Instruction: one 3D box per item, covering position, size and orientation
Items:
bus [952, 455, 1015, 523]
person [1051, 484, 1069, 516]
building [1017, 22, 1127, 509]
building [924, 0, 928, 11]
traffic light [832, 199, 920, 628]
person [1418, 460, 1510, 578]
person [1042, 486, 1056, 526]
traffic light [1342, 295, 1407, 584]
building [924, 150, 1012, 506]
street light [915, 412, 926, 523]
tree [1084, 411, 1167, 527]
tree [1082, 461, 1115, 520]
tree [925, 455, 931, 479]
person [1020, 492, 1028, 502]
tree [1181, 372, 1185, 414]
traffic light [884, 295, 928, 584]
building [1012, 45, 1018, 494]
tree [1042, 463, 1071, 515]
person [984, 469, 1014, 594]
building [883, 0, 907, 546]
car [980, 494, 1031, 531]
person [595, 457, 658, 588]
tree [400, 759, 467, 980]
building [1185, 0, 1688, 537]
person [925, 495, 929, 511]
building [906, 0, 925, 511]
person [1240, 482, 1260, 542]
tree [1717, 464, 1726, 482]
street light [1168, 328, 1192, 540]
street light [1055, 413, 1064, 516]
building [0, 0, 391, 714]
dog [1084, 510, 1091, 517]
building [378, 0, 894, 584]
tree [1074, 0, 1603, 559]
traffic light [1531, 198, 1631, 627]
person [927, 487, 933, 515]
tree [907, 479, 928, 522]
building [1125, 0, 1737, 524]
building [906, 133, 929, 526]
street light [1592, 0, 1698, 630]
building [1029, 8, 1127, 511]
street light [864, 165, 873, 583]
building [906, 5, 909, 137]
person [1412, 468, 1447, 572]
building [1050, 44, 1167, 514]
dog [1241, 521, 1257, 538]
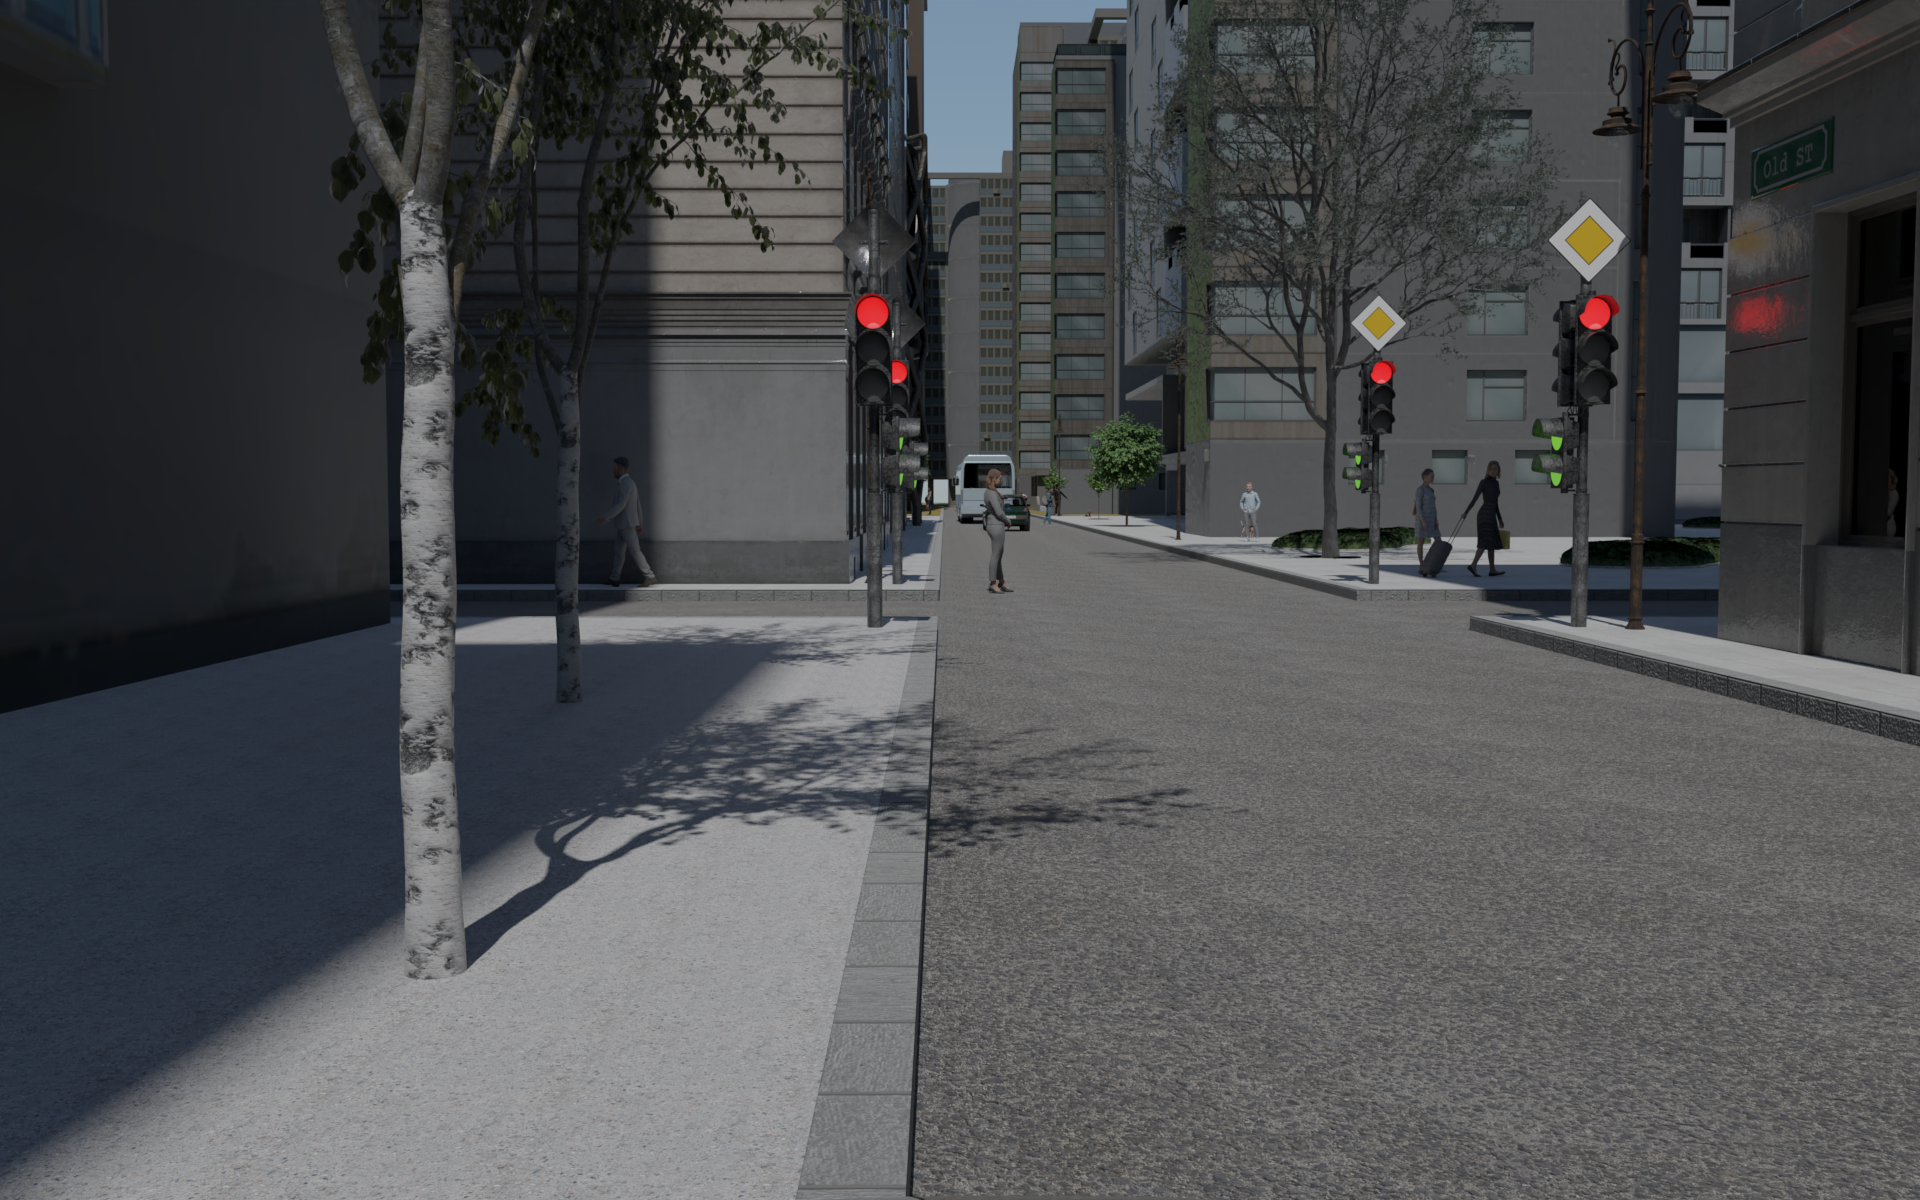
[{"bbox_3d":[1.165,-5.724,88.449,2.948,3.499,13.247,0,4,-1],"label":"bus"},{"bbox_3d":[5.844,-5.960,103.124,1.348,1.869,0.705,-2,4,-29],"label":"person"},{"bbox_3d":[12.028,-28.792,154.336,14.154,41.232,14.086,0,4,-1],"label":"building"},{"bbox_3d":[-16.859,-34.959,160.810,27.495,52.752,28.713,0,4,-1],"label":"building"},{"bbox_3d":[-0.801,-1.690,16.548,0.839,4.253,0.868,0,4,-1],"label":"traffic light"},{"bbox_3d":[7.858,-1.260,26.858,1.509,1.804,0.699,-1,4,-8],"label":"person"},{"bbox_3d":[4.024,-4.238,78.142,0.721,1.781,0.623,-1,4,-9],"label":"person"},{"bbox_3d":[5.889,-2.183,24.609,0.839,4.253,0.868,0,4,-1],"label":"traffic light"},{"bbox_3d":[7.525,-30.988,198.540,23.993,40.220,32.217,0,4,-1],"label":"building"},{"bbox_3d":[-1.729,-6.323,76.163,0.468,5.910,1.993,0,4,-1],"label":"street light"},{"bbox_3d":[6.512,-5.170,68.247,4.285,4.588,4.351,0,3,0],"label":"tree"},{"bbox_3d":[7.149,-5.679,87.447,1.663,3.219,1.824,0,3,0],"label":"tree"},{"bbox_3d":[-3.266,-6.590,91.460,4.285,4.588,4.351,0,3,0],"label":"tree"},{"bbox_3d":[5.132,-8.024,140.417,0.628,1.438,0.799,1,4,16],"label":"person"},{"bbox_3d":[10.662,-7.246,68.834,4.737,8.622,4.395,0,3,0],"label":"tree"},{"bbox_3d":[-0.872,-2.178,24.533,0.839,4.253,0.868,0,4,-1],"label":"traffic light"},{"bbox_3d":[12.244,-31.695,168.330,14.600,45.320,14.200,0,4,-1],"label":"building"},{"bbox_3d":[5.669,-6.799,105.765,1.663,3.219,1.824,0,3,0],"label":"tree"},{"bbox_3d":[0.605,-0.992,24.986,0.573,1.790,0.520,-2,4,-25],"label":"person"},{"bbox_3d":[-7.836,-14.301,51.844,12.078,24.808,19.932,0,4,-1],"label":"building"},{"bbox_3d":[1.801,-3.555,67.918,2.009,1.686,4.222,0,4,-2],"label":"car"},{"bbox_3d":[-4.573,-1.068,23.781,0.850,1.792,0.678,0,4,-2],"label":"person"},{"bbox_3d":[-1.224,-3.314,4.540,4.360,8.622,3.978,0,3,0],"label":"tree"},{"bbox_3d":[14.346,-22.835,56.940,14.154,41.232,14.086,0,4,-1],"label":"building"},{"bbox_3d":[-2.356,-7.279,128.290,0.421,1.427,0.697,2,4,30],"label":"person"},{"bbox_3d":[-9.823,-29.825,137.743,14.600,45.320,14.200,0,4,-1],"label":"building"},{"bbox_3d":[7.804,-2.373,46.657,0.589,1.601,0.330,2,4,32],"label":"person"},{"bbox_3d":[23.162,-3.455,51.098,1.663,3.219,1.824,0,3,0],"label":"tree"},{"bbox_3d":[6.099,-4.613,48.206,0.468,5.910,1.993,0,4,-1],"label":"street light"},{"bbox_3d":[5.691,-7.730,99.173,0.468,5.910,1.993,0,4,-1],"label":"street light"},{"bbox_3d":[-16.062,-23.321,5.002,21.600,48.544,21.300,0,4,-1],"label":"building"},{"bbox_3d":[7.109,-4.856,97.128,0.748,0.427,0.550,-1,4,-21],"label":"dog"},{"bbox_3d":[-6.335,-11.239,32.908,9.793,20.994,18.267,0,4,-1],"label":"building"},{"bbox_3d":[7.260,-7.575,34.213,12.009,13.543,11.850,0,3,0],"label":"tree"},{"bbox_3d":[5.960,-1.694,16.624,0.839,4.253,0.868,0,4,-1],"label":"traffic light"},{"bbox_3d":[-1.921,-6.052,105.720,0.721,1.735,1.217,0,4,-2],"label":"person"},{"bbox_3d":[-2.548,-5.271,80.782,1.663,3.219,1.824,0,3,0],"label":"tree"},{"bbox_3d":[22.949,-30.346,85.402,28.713,52.752,27.495,0,4,-1],"label":"building"},{"bbox_3d":[-9.701,-12.410,70.350,16.820,18.784,16.811,0,4,-1],"label":"building"},{"bbox_3d":[6.409,-2.659,16.264,0.468,5.910,1.993,0,4,-1],"label":"street light"},{"bbox_3d":[21.846,-27.115,135.213,32.217,40.220,23.993,0,4,-1],"label":"building"},{"bbox_3d":[-1.287,-3.180,24.773,0.468,5.910,1.993,0,4,-1],"label":"street light"},{"bbox_3d":[-14.671,-30.317,115.299,23.786,49.044,30.456,0,4,-1],"label":"building"},{"bbox_3d":[7.659,-1.307,28.420,0.512,1.701,0.522,-3,5,-40],"label":"person"},{"bbox_3d":[12.923,-21.006,115.150,14.160,30.474,14.107,0,4,-1],"label":"building"},{"bbox_3d":[8.451,-2.072,50.705,0.540,0.507,0.406,1,4,17],"label":"dog"}]
